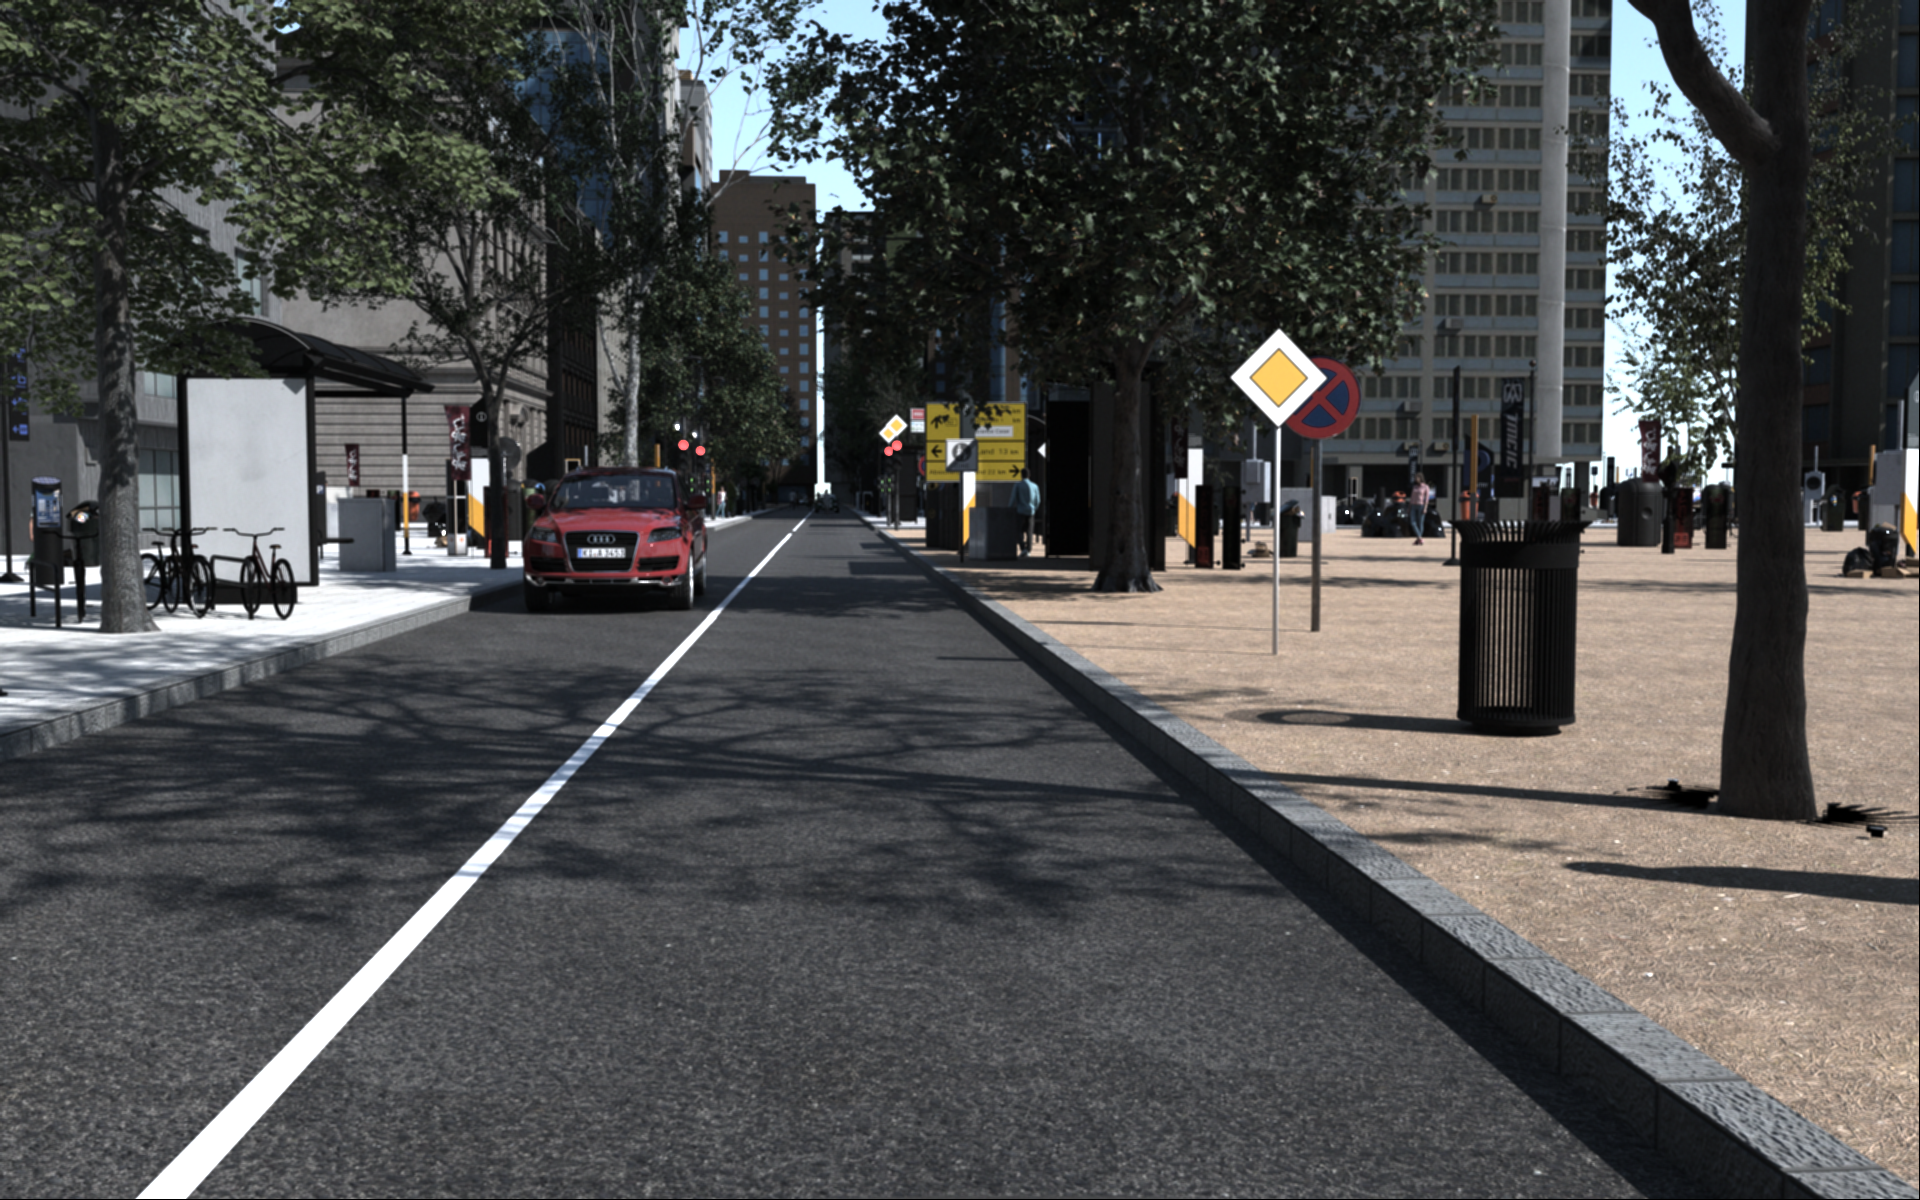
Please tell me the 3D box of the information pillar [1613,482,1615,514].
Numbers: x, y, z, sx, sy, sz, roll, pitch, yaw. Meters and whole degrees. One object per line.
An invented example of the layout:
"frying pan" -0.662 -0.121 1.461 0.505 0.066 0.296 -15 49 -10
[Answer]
"information pillar" 41.265 -6.427 109.568 0.304 2.012 0.304 1 4 15

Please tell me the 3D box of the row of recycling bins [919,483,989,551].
"row of recycling bins" -0.041 -2.035 40.393 1.069 1.692 3.534 -1 4 -13

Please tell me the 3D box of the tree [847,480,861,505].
"tree" -12.663 -12.849 204.674 1.663 3.219 1.824 0 3 0

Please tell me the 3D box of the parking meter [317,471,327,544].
"parking meter" -16.357 -2.346 44.069 0.399 1.863 0.255 -3 5 -45

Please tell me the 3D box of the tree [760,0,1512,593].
"tree" 2.216 -6.453 22.511 9.611 12.733 9.660 0 3 0

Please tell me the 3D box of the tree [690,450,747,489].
"tree" -15.822 -10.494 121.940 4.360 8.622 3.978 0 3 0

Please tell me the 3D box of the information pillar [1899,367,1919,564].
"information pillar" 17.465 -2.475 31.813 0.504 3.616 0.183 -2 4 -35

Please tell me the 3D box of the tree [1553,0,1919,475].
"tree" 10.146 -4.423 22.681 4.360 8.622 3.978 0 3 0

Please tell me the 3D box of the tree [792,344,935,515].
"tree" -5.802 -12.088 123.392 9.928 11.665 9.643 0 3 0

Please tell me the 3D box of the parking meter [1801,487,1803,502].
"parking meter" 21.988 -2.275 45.612 0.372 1.533 0.369 0 3 0

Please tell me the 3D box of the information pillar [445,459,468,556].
"information pillar" -10.435 -1.922 35.915 0.304 2.012 0.304 3 4 37

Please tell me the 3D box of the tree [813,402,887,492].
"tree" -9.659 -14.149 165.744 8.767 10.594 7.601 -1 4 -11

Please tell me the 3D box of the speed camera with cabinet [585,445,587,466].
"speed camera with cabinet" -14.620 -4.635 70.120 0.660 3.252 2.038 -3 5 -41

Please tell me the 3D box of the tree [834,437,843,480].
"tree" -12.297 -15.042 196.305 4.360 8.622 3.978 0 3 0

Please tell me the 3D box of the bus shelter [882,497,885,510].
"bus shelter" -5.669 -8.861 138.798 2.014 3.302 5.546 0 4 -4

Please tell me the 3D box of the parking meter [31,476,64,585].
"parking meter" -12.887 -0.982 24.471 0.372 1.533 0.369 0 3 0

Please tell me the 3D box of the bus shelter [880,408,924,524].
"bus shelter" -2.478 -6.162 78.384 2.179 5.291 8.768 0 4 -4

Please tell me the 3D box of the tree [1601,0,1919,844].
"tree" 3.109 -5.879 6.497 12.009 13.543 11.850 0 3 0

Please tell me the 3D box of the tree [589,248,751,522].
"tree" -11.903 -9.861 78.236 9.611 12.733 9.660 0 3 0

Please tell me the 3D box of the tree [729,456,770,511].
"tree" -16.325 -9.134 133.049 4.285 4.588 4.351 0 3 0

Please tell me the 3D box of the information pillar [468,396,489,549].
"information pillar" -11.135 -2.982 40.116 0.504 3.616 0.183 -1 4 -11

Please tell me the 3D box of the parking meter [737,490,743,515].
"parking meter" -13.429 -5.942 105.561 0.372 1.533 0.369 0 3 0

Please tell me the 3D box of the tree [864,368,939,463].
"tree" -3.387 -9.127 99.593 4.737 8.622 4.395 0 3 0

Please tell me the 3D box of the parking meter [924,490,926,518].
"parking meter" -1.759 -5.213 93.640 0.372 1.533 0.369 0 3 0

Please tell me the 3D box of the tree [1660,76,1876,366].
"tree" 14.260 -4.937 31.080 4.737 8.622 4.395 0 3 0

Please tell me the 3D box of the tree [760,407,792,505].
"tree" -21.809 -17.104 205.411 9.928 11.665 9.643 0 3 0

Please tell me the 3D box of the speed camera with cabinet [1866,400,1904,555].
"speed camera with cabinet" 19.935 -2.627 37.290 0.660 3.252 2.038 2 4 24

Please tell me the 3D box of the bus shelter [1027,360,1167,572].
"bus shelter" 2.425 -2.470 31.663 1.731 3.624 6.357 0 4 -4

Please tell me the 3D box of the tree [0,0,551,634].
"tree" -7.611 -5.946 15.341 7.486 12.596 7.792 0 3 0

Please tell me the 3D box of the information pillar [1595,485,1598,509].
"information pillar" 51.604 -8.322 140.553 0.304 2.012 0.304 2 4 25

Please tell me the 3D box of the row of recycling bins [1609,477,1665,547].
"row of recycling bins" 17.079 -2.226 43.513 1.069 1.692 3.534 2 4 24

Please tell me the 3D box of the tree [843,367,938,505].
"tree" -3.196 -8.492 89.211 4.360 8.622 3.978 0 3 0

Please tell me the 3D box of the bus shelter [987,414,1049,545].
"bus shelter" 1.236 -3.196 46.181 2.014 3.302 5.546 0 4 -4

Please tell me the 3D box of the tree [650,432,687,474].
"tree" -21.869 -11.212 133.684 4.360 8.622 3.978 0 3 0

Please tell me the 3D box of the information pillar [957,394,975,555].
"information pillar" 0.150 -2.785 36.895 0.183 3.616 0.504 2 4 35

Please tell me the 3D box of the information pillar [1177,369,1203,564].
"information pillar" 4.219 -2.466 31.670 0.504 3.616 0.183 -1 4 -16

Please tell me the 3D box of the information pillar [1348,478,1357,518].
"information pillar" 17.838 -4.541 78.739 0.304 2.012 0.304 -1 4 -18

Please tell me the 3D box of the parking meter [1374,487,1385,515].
"parking meter" 15.141 -3.308 62.497 0.372 1.533 0.369 0 3 0

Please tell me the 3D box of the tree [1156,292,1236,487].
"tree" 7.641 -6.596 58.200 4.360 8.622 3.978 0 3 0

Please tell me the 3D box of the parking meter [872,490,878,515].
"parking meter" -5.148 -5.916 105.145 0.372 1.533 0.369 0 3 0

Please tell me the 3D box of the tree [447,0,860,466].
"tree" -8.727 -11.826 49.252 12.611 20.169 13.585 0 3 0

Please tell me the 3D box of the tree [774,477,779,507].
"tree" -19.032 -11.087 175.877 1.663 3.219 1.824 0 3 0

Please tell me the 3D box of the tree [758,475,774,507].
"tree" -19.789 -10.854 172.065 1.663 3.219 1.824 0 3 0

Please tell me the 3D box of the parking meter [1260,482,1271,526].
"parking meter" 12.329 -3.925 69.879 0.255 1.863 0.399 -2 4 -35

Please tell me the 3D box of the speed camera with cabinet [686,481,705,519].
"speed camera with cabinet" -13.692 -5.782 88.876 0.660 3.252 2.038 1 4 11

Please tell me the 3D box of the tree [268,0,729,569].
"tree" -7.854 -5.832 29.761 8.767 10.594 7.601 0 4 8

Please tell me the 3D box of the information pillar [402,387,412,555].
"information pillar" -11.671 -2.757 36.440 0.183 3.616 0.504 -1 4 -16

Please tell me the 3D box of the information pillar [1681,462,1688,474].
"information pillar" 52.739 -8.249 126.225 0.183 3.616 0.504 -3 4 -39

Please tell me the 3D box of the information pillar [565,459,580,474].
"information pillar" -8.160 -1.959 36.527 0.304 2.012 0.304 -1 4 -17

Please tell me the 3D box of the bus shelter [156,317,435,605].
"bus shelter" -8.473 -1.753 22.579 2.014 3.302 5.546 0 4 -4
